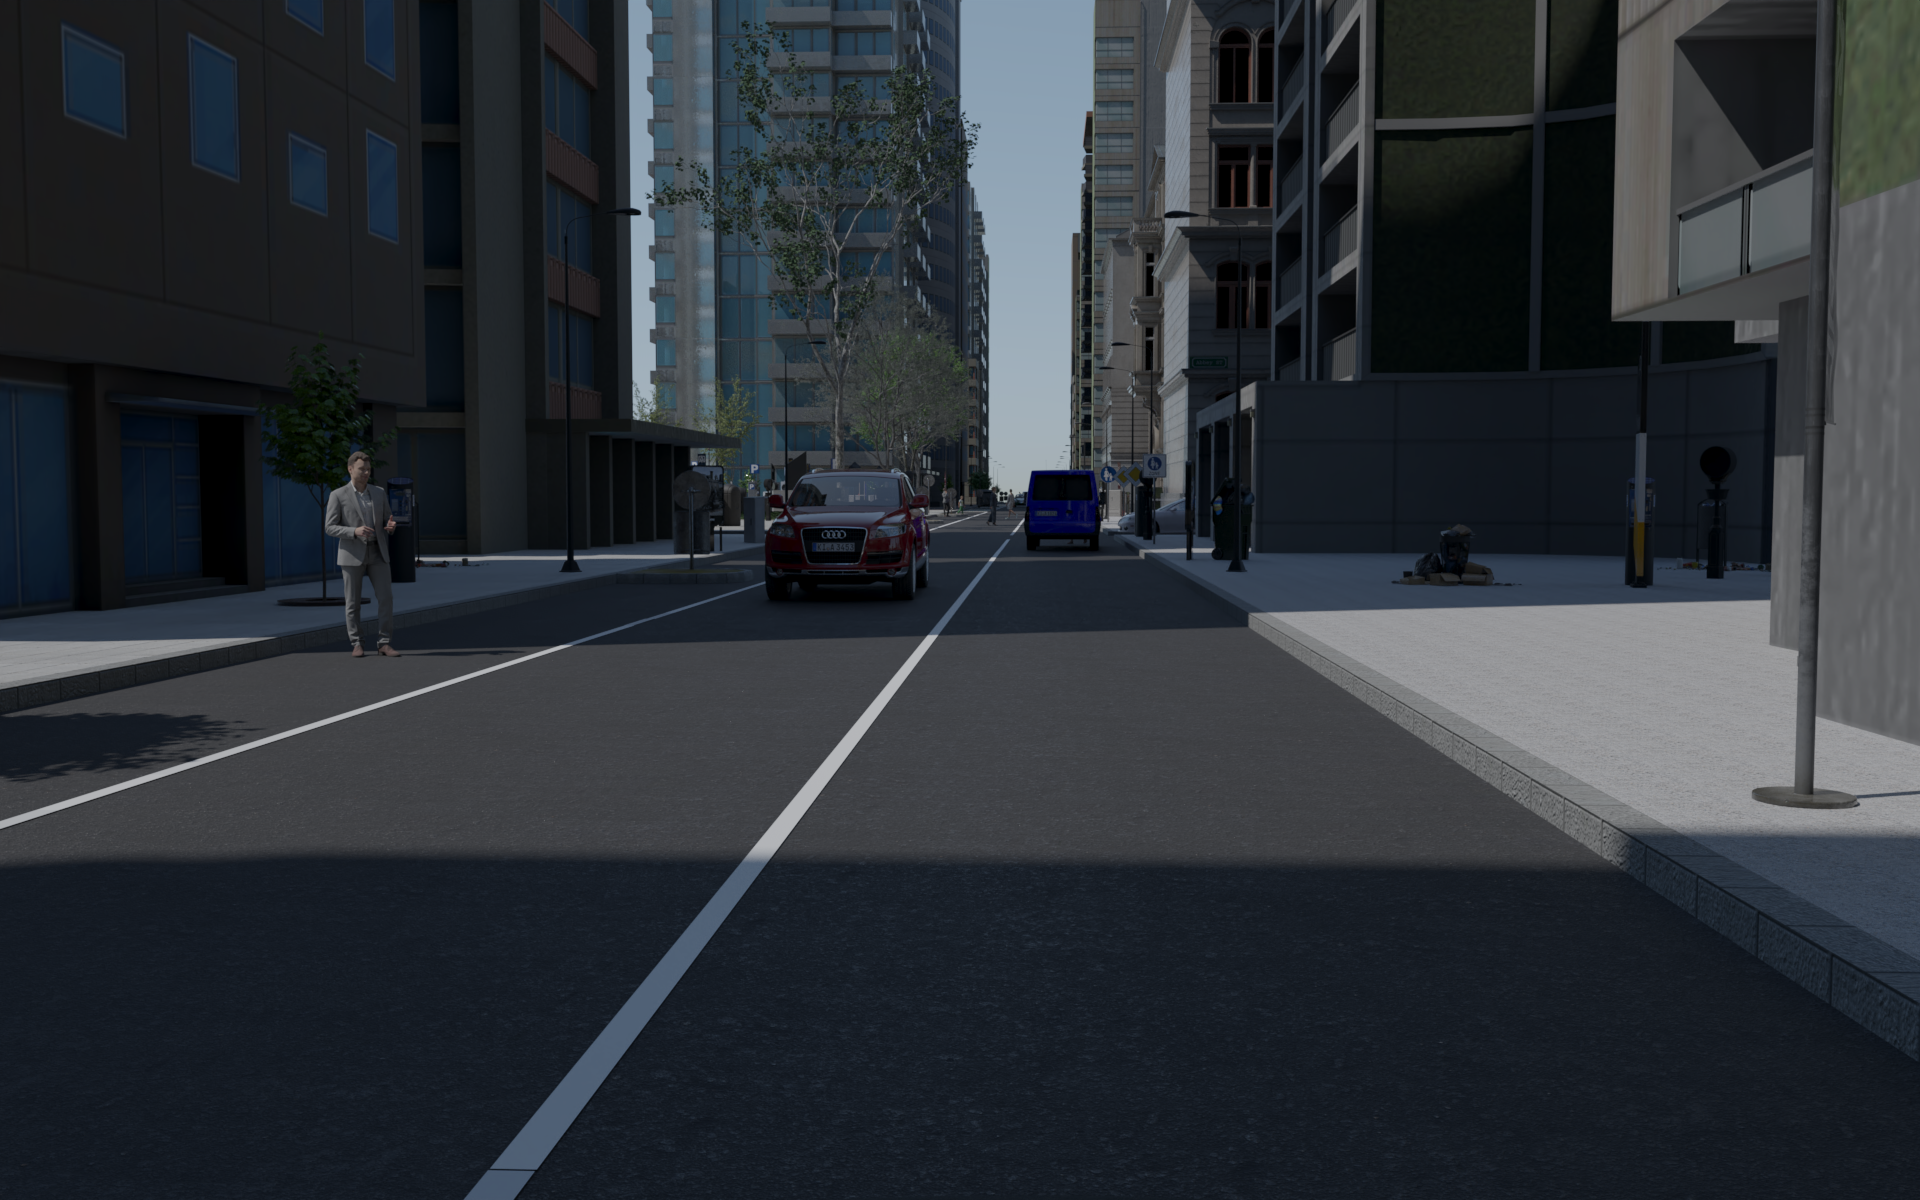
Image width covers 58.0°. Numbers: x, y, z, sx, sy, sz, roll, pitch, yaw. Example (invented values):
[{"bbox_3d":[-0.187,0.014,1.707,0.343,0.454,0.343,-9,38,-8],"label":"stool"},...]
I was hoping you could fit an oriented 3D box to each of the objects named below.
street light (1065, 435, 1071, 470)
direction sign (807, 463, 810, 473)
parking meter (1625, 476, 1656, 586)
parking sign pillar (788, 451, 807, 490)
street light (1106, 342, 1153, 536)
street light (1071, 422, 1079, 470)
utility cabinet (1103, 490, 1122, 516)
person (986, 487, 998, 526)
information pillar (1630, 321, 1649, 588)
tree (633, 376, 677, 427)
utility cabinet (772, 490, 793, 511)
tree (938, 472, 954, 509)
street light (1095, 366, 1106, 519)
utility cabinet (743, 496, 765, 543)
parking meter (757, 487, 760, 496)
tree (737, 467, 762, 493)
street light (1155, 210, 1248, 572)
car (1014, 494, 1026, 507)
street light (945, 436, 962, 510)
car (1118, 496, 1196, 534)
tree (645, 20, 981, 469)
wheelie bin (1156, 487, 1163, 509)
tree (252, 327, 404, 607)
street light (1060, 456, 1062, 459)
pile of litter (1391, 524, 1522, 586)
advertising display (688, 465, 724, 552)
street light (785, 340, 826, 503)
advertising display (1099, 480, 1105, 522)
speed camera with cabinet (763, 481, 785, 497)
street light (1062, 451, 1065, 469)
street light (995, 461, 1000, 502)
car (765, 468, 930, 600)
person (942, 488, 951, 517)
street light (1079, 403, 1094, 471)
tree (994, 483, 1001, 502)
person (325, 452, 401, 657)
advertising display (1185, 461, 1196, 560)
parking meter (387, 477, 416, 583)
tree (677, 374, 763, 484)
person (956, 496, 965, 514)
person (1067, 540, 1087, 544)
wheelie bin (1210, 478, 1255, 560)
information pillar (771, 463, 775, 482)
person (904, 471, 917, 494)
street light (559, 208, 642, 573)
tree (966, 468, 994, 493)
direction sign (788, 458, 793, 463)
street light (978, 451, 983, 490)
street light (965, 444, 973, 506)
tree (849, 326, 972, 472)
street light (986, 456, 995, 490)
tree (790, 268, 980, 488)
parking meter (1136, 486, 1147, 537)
[{"bbox_3d":[9.455,-10.215,139.559,1.470,5.913,1.316,0,4,3],"label":"street light"},{"bbox_3d":[-11.223,-8.339,128.335,0.379,3.537,0.876,1,4,10],"label":"direction sign"},{"bbox_3d":[9.563,-0.975,24.353,0.372,1.533,0.369,0,3,0],"label":"parking meter"},{"bbox_3d":[-10.207,-7.287,107.620,1.447,3.967,1.447,-1,4,-21],"label":"parking sign pillar"},{"bbox_3d":[5.315,-4.924,53.041,1.470,5.913,1.316,0,4,3],"label":"street light"},{"bbox_3d":[8.095,-8.533,112.053,1.470,5.913,1.316,0,4,3],"label":"street light"},{"bbox_3d":[8.575,-5.489,98.423,1.173,1.500,0.318,1,4,23],"label":"utility cabinet"},{"bbox_3d":[1.476,-4.270,78.738,0.534,1.772,0.576,-1,4,-15],"label":"person"},{"bbox_3d":[9.340,-1.982,23.757,0.183,3.616,0.504,1,4,15],"label":"information pillar"},{"bbox_3d":[-19.223,-9.602,107.361,4.737,8.622,4.395,0,3,0],"label":"tree"},{"bbox_3d":[-10.568,-5.781,103.190,1.173,1.500,0.318,-1,4,-13],"label":"utility cabinet"},{"bbox_3d":[-0.944,-9.571,151.082,1.663,3.219,1.824,0,3,0],"label":"tree"},{"bbox_3d":[5.743,-5.538,63.090,1.470,5.913,1.316,0,4,3],"label":"street light"},{"bbox_3d":[-5.433,-2.110,45.664,0.306,1.237,1.020,-2,4,-23],"label":"utility cabinet"},{"bbox_3d":[-16.003,-8.027,136.950,0.399,1.863,0.255,0,4,-4],"label":"parking meter"},{"bbox_3d":[-15.135,-7.894,123.664,1.663,3.219,1.824,0,3,0],"label":"tree"},{"bbox_3d":[4.039,-3.423,28.513,1.470,5.913,1.316,0,4,3],"label":"street light"},{"bbox_3d":[6.696,-10.762,187.751,2.131,1.459,4.920,0,4,4],"label":"car"},{"bbox_3d":[-0.560,-10.121,138.021,1.470,5.913,1.316,0,4,3],"label":"street light"},{"bbox_3d":[7.675,-2.772,57.684,4.827,1.381,2.083,0,4,3],"label":"car"},{"bbox_3d":[-6.393,-13.175,71.302,12.611,20.169,13.585,0,3,0],"label":"tree"},{"bbox_3d":[8.815,-4.315,78.457,0.980,1.594,0.693,0,4,-5],"label":"wheelie bin"},{"bbox_3d":[-7.324,-1.568,20.233,1.663,3.219,1.824,0,3,0],"label":"tree"},{"bbox_3d":[11.785,-13.156,187.638,1.470,5.913,1.316,0,4,3],"label":"street light"},{"bbox_3d":[7.044,-0.647,24.544,1.719,0.858,1.176,2,4,33],"label":"pile of litter"},{"bbox_3d":[-5.633,-2.035,38.488,0.123,1.923,0.974,3,4,39],"label":"advertising display"},{"bbox_3d":[-4.732,-4.891,52.504,1.470,5.913,1.316,0,4,3],"label":"street light"},{"bbox_3d":[6.655,-4.656,81.340,0.123,1.923,0.974,0,4,-4],"label":"advertising display"},{"bbox_3d":[-12.796,-7.787,121.653,2.038,3.252,0.660,1,4,19],"label":"speed camera with cabinet"},{"bbox_3d":[10.615,-11.686,163.598,1.470,5.913,1.316,0,4,3],"label":"street light"},{"bbox_3d":[4.569,-16.684,245.328,1.470,5.913,1.316,0,4,3],"label":"street light"},{"bbox_3d":[-1.550,-1.010,25.190,2.281,1.827,5.304,0,4,2],"label":"car"},{"bbox_3d":[-0.856,-6.172,109.600,0.592,1.802,0.473,-3,4,-38],"label":"person"},{"bbox_3d":[6.915,-7.063,88.014,1.470,5.913,1.316,0,4,3],"label":"street light"},{"bbox_3d":[6.182,-18.481,296.769,1.663,3.219,1.824,0,3,0],"label":"tree"},{"bbox_3d":[-5.201,-0.397,15.190,0.583,1.804,0.606,3,5,44],"label":"person"},{"bbox_3d":[4.498,-1.752,33.854,0.123,1.923,0.974,1,4,12],"label":"advertising display"},{"bbox_3d":[-8.102,-1.022,25.121,0.372,1.533,0.369,0,3,0],"label":"parking meter"},{"bbox_3d":[-14.207,-9.495,105.599,4.737,8.622,4.395,0,3,0],"label":"tree"},{"bbox_3d":[0.043,-6.229,114.586,0.590,1.304,0.306,1,4,19],"label":"person"},{"bbox_3d":[3.306,-2.515,49.712,0.616,1.811,0.778,3,5,43],"label":"person"},{"bbox_3d":[5.332,-1.580,33.746,0.693,1.594,0.980,3,4,37],"label":"wheelie bin"},{"bbox_3d":[-14.058,-8.487,130.116,0.183,3.616,0.504,2,4,24],"label":"information pillar"},{"bbox_3d":[-0.912,-1.276,29.463,0.850,1.850,0.679,-2,4,-30],"label":"person"},{"bbox_3d":[-5.864,-3.409,28.273,1.470,5.913,1.316,0,4,3],"label":"street light"},{"bbox_3d":[2.449,-14.082,213.946,4.285,4.588,4.351,0,3,0],"label":"tree"},{"bbox_3d":[-10.461,-7.167,109.182,0.876,3.537,0.379,-3,5,-42],"label":"direction sign"},{"bbox_3d":[1.746,-13.099,186.712,1.470,5.913,1.316,0,4,3],"label":"street light"},{"bbox_3d":[0.560,-11.592,162.063,1.470,5.913,1.316,0,4,3],"label":"street light"},{"bbox_3d":[-3.081,-11.006,105.701,9.928,11.665,9.643,0,3,0],"label":"tree"},{"bbox_3d":[3.415,-15.201,221.078,1.470,5.913,1.316,0,4,3],"label":"street light"},{"bbox_3d":[-4.099,-11.299,95.100,12.009,13.543,11.850,0,3,0],"label":"tree"},{"bbox_3d":[5.465,-2.663,51.947,0.372,1.533,0.369,0,3,0],"label":"parking meter"}]
